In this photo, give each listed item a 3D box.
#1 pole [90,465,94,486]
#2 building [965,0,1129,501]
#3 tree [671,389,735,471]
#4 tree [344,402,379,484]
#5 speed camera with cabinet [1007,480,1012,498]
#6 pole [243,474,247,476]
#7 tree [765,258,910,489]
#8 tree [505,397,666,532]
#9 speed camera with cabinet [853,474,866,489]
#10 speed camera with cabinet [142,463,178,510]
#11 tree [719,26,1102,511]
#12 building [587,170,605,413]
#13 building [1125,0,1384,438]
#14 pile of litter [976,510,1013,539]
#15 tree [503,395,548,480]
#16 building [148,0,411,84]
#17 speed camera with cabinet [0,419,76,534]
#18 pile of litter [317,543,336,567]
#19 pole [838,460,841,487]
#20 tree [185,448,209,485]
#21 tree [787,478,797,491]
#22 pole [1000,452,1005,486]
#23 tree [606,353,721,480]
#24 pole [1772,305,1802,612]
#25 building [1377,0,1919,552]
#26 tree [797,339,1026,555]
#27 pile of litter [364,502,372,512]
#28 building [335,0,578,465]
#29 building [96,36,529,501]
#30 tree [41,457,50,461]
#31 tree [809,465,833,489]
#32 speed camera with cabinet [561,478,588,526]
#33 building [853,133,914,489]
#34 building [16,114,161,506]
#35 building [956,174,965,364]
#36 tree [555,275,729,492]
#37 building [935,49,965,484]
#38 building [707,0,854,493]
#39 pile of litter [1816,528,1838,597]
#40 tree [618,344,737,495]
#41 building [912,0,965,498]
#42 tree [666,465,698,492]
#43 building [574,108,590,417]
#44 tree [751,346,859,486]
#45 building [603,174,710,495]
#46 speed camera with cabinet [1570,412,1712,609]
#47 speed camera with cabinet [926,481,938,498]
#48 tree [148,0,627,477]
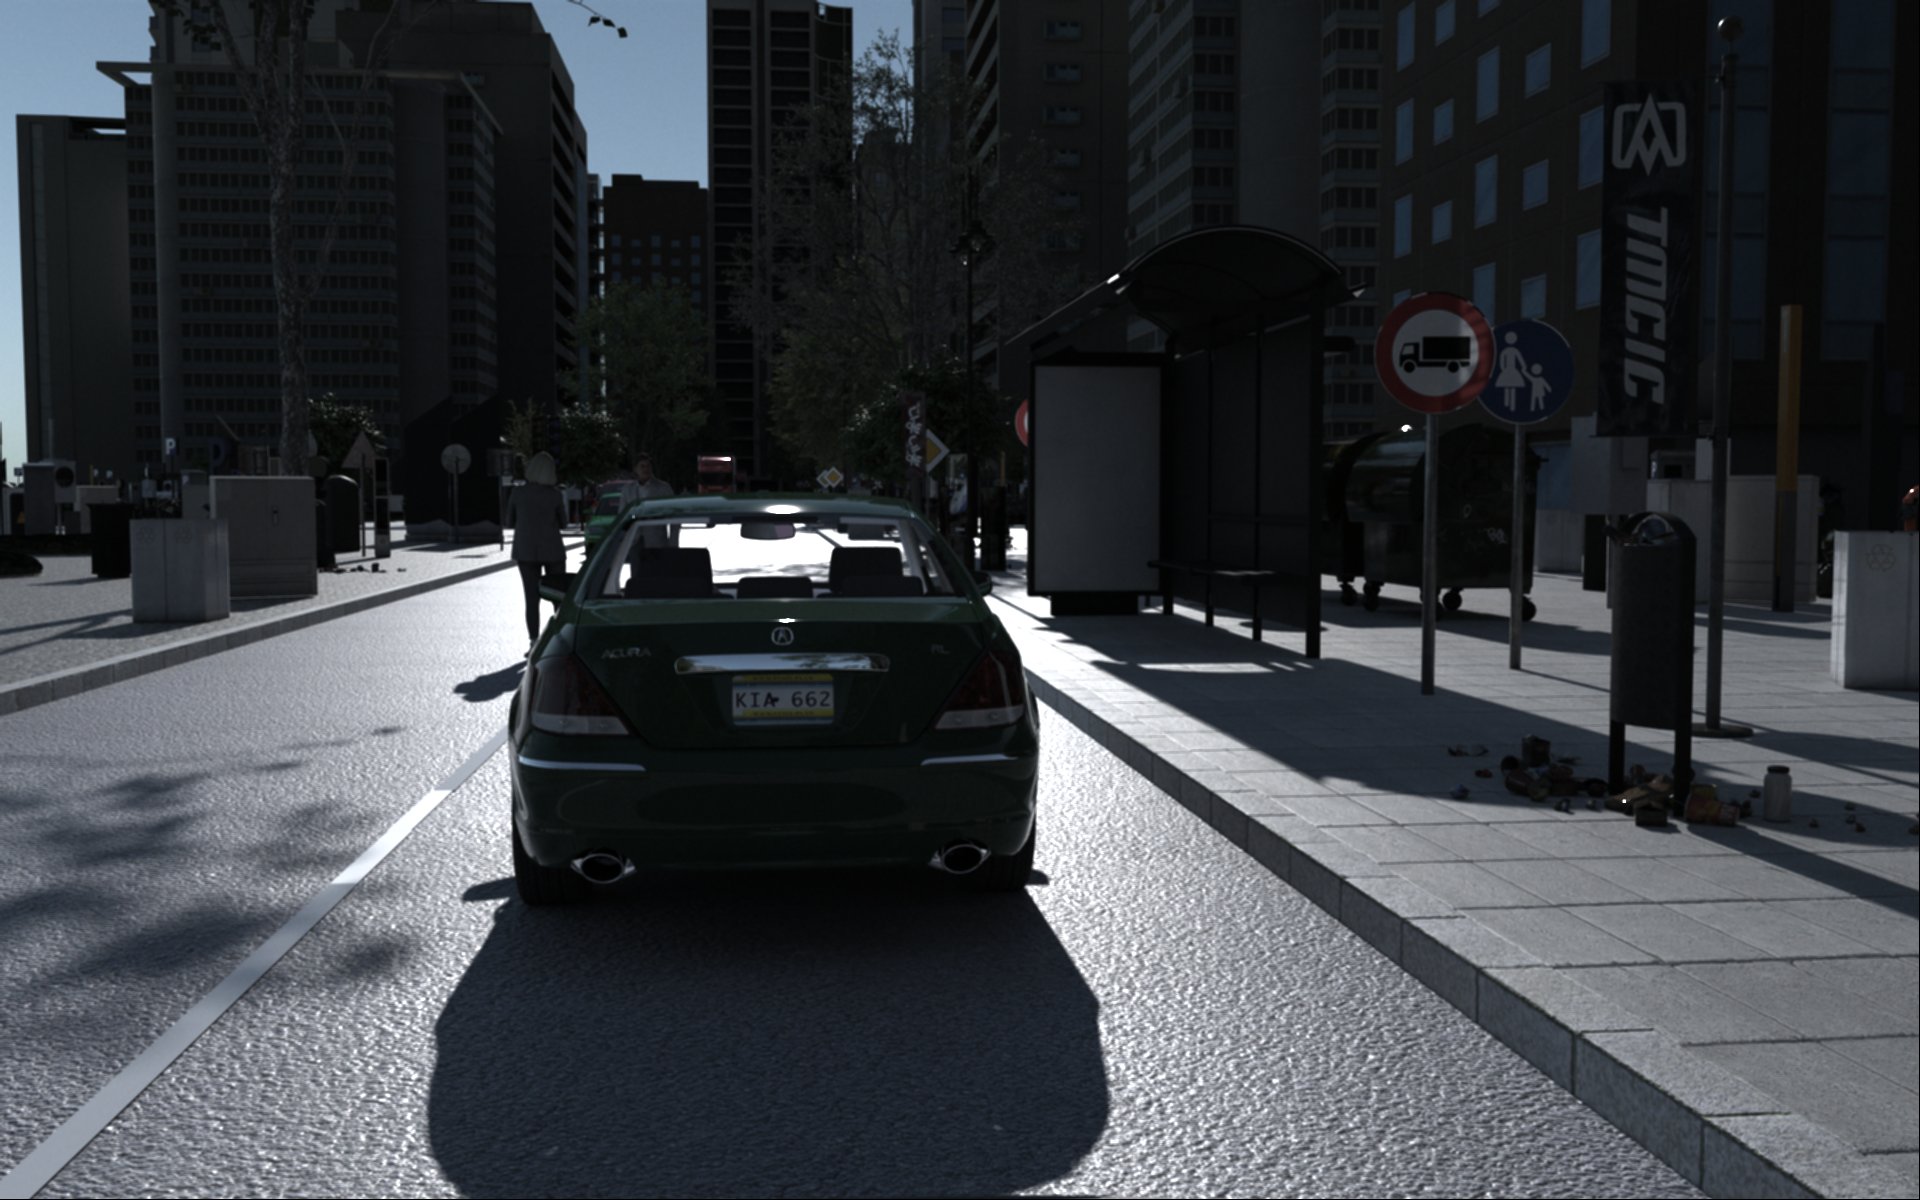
[{"bbox_3d":[-60.355,-7.747,120.511,0.158,3.312,0.155,0,3,0],"label":"pole"},{"bbox_3d":[12.194,-31.346,136.216,21.300,48.544,21.600,0,4,-6],"label":"building"},{"bbox_3d":[-25.239,-15.139,165.644,7.486,12.596,7.792,0,3,0],"label":"tree"},{"bbox_3d":[-47.790,-11.428,137.215,4.737,8.622,4.395,0,3,0],"label":"tree"},{"bbox_3d":[2.403,-7.217,112.336,2.038,3.252,0.660,-2,4,-34],"label":"speed camera with cabinet"},{"bbox_3d":[-36.499,-5.785,88.435,0.158,3.312,0.155,0,3,0],"label":"pole"},{"bbox_3d":[-5.244,-10.082,82.964,7.486,12.596,7.792,0,3,0],"label":"tree"},{"bbox_3d":[-12.965,-4.604,58.982,4.285,4.588,4.351,0,3,0],"label":"tree"},{"bbox_3d":[-5.511,-6.905,107.232,2.038,3.252,0.660,0,4,4],"label":"speed camera with cabinet"},{"bbox_3d":[-50.940,-7.091,110.277,2.038,3.252,0.660,0,4,2],"label":"speed camera with cabinet"},{"bbox_3d":[-1.195,-8.266,45.514,12.009,13.543,11.850,0,3,0],"label":"tree"},{"bbox_3d":[-65.650,-38.498,249.047,30.456,49.044,23.786,0,4,-6],"label":"building"},{"bbox_3d":[23.287,-25.049,101.438,23.993,40.220,32.217,0,4,-6],"label":"building"},{"bbox_3d":[0.993,-2.207,50.046,1.176,0.858,1.719,1,4,10],"label":"pile of litter"},{"bbox_3d":[-32.420,-10.915,128.822,4.360,8.622,3.978,0,3,0],"label":"tree"},{"bbox_3d":[-71.285,-39.557,188.762,28.212,58.520,21.231,0,4,-6],"label":"building"},{"bbox_3d":[-24.021,-3.094,44.924,0.660,3.252,2.038,2,4,26],"label":"speed camera with cabinet"},{"bbox_3d":[-11.636,-0.990,30.155,1.176,0.858,1.719,3,5,44],"label":"pile of litter"},{"bbox_3d":[-6.998,-6.538,100.744,0.158,3.312,0.155,0,3,0],"label":"pole"},{"bbox_3d":[-53.357,-8.522,123.051,4.285,4.588,4.351,0,3,0],"label":"tree"},{"bbox_3d":[-14.112,-10.407,153.874,4.285,4.588,4.351,0,3,0],"label":"tree"},{"bbox_3d":[2.054,-5.479,83.429,0.158,3.312,0.155,0,3,0],"label":"pole"},{"bbox_3d":[-18.628,-10.611,107.906,8.767,10.594,7.601,1,4,11],"label":"tree"},{"bbox_3d":[8.981,-1.527,18.802,0.158,3.312,0.155,0,3,0],"label":"pole"},{"bbox_3d":[19.368,-23.917,41.150,14.600,45.320,14.200,0,4,-6],"label":"building"},{"bbox_3d":[-0.426,-3.242,36.725,4.285,4.588,4.351,0,3,0],"label":"tree"},{"bbox_3d":[-33.083,-5.072,96.894,1.176,0.858,1.719,-3,5,-44],"label":"pile of litter"},{"bbox_3d":[-50.706,-33.721,175.040,21.300,48.544,21.600,0,4,-6],"label":"building"},{"bbox_3d":[-54.171,-28.133,151.857,32.217,40.220,23.993,0,4,-6],"label":"building"},{"bbox_3d":[-42.613,-5.318,81.554,1.663,3.219,1.824,0,3,0],"label":"tree"},{"bbox_3d":[-7.892,-6.376,98.841,1.663,3.219,1.824,0,3,0],"label":"tree"},{"bbox_3d":[-15.879,-4.586,69.315,0.660,3.252,2.038,3,4,39],"label":"speed camera with cabinet"},{"bbox_3d":[-2.031,-40.873,257.512,27.495,52.752,28.713,0,4,-6],"label":"building"},{"bbox_3d":[-92.973,-30.998,190.415,14.086,41.232,14.154,0,4,-6],"label":"building"},{"bbox_3d":[6.415,-23.714,159.426,14.160,30.474,14.107,0,4,-6],"label":"building"},{"bbox_3d":[-15.461,-9.616,82.982,9.928,11.665,9.643,0,3,0],"label":"tree"},{"bbox_3d":[5.106,-31.984,173.042,14.600,45.320,14.200,0,4,-6],"label":"building"},{"bbox_3d":[-25.759,-49.709,250.989,20.611,71.187,20.563,0,4,-6],"label":"building"},{"bbox_3d":[11.277,-0.470,21.654,1.719,0.858,1.176,-3,5,-43],"label":"pile of litter"},{"bbox_3d":[-21.681,-13.106,131.294,9.611,12.733,9.660,0,3,0],"label":"tree"},{"bbox_3d":[5.279,-39.902,194.390,21.231,58.520,28.212,0,4,-6],"label":"building"},{"bbox_3d":[-24.380,-10.338,152.743,4.285,4.588,4.351,0,3,0],"label":"tree"},{"bbox_3d":[-49.814,-33.363,195.603,14.200,45.320,14.600,0,4,-6],"label":"building"},{"bbox_3d":[-10.816,-13.005,129.641,9.611,12.733,9.660,0,3,0],"label":"tree"},{"bbox_3d":[-42.592,-36.431,245.761,14.200,45.320,14.600,0,4,-6],"label":"building"},{"bbox_3d":[7.906,-1.567,19.950,2.038,3.252,0.660,-2,4,-33],"label":"speed camera with cabinet"},{"bbox_3d":[-0.982,-6.717,104.155,2.038,3.252,0.660,0,4,4],"label":"speed camera with cabinet"},{"bbox_3d":[-9.653,-10.232,23.180,12.611,20.169,13.585,0,3,0],"label":"tree"}]
